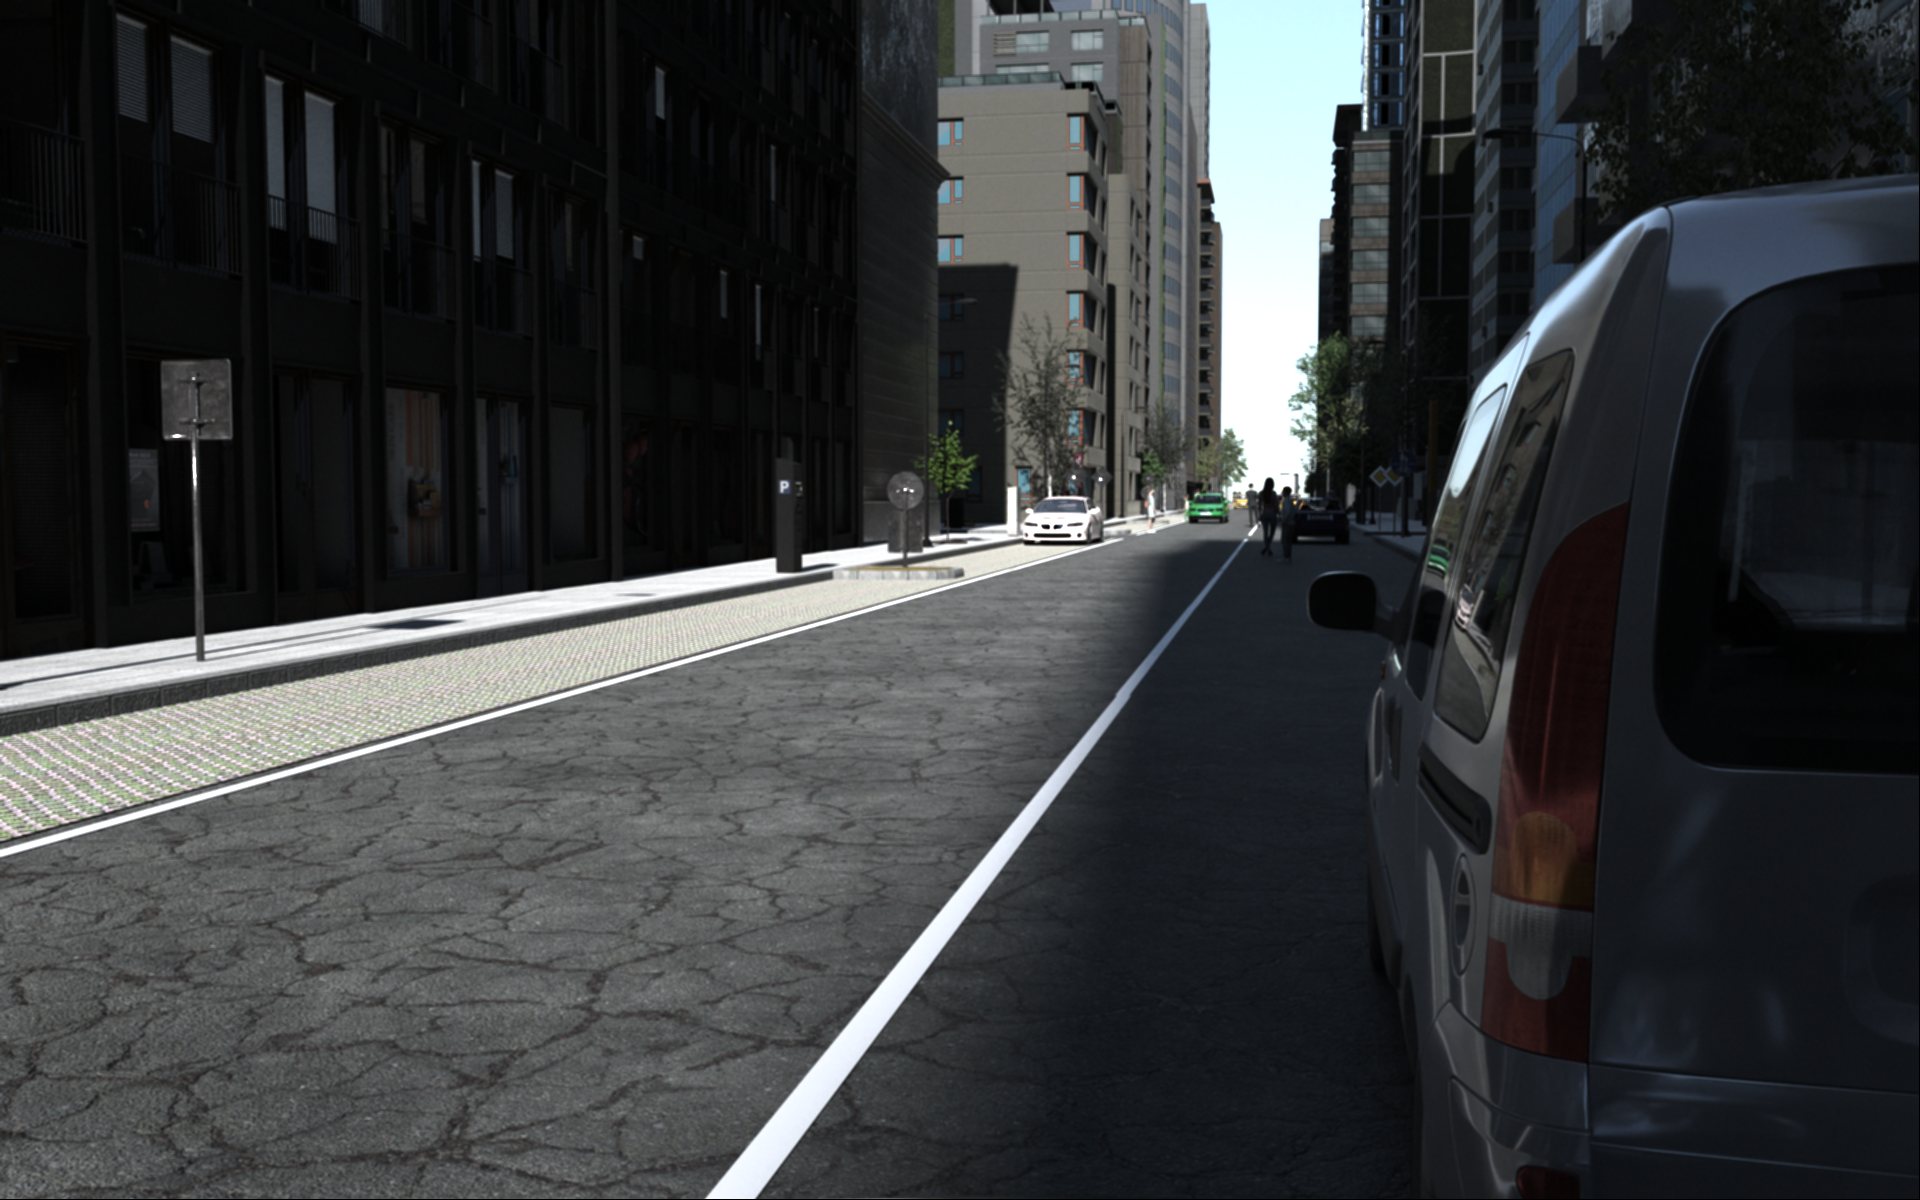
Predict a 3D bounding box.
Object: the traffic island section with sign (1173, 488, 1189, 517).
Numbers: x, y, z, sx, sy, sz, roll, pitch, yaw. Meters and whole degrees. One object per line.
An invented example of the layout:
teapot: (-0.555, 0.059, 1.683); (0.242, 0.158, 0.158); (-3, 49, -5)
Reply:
traffic island section with sign: (14.103, -6.247, 110.770); (1.989, 1.847, 2.006); (1, 4, 10)

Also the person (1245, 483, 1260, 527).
person: (12.723, -4.122, 75.254); (0.648, 1.900, 0.474); (1, 4, 12)

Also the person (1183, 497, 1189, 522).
person: (11.862, -4.743, 90.297); (0.590, 1.304, 0.306); (-1, 4, -14)

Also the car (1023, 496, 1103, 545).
car: (3.005, -2.285, 49.728); (2.083, 1.381, 4.827); (1, 4, 12)

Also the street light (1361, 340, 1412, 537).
street light: (12.950, -4.877, 52.281); (1.470, 5.913, 1.316); (1, 4, 10)

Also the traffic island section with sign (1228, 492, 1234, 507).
traffic island section with sign: (28.223, -10.889, 186.666); (1.989, 1.847, 2.006); (1, 4, 10)

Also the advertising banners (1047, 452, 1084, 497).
advertising banners: (4.432, -4.708, 73.163); (2.074, 3.025, 0.090); (3, 5, 43)

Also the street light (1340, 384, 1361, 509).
street light: (16.954, -6.166, 73.352); (1.470, 5.913, 1.316); (1, 4, 10)

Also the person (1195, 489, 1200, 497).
person: (14.836, -6.023, 107.538); (0.480, 1.755, 0.524); (1, 4, 18)

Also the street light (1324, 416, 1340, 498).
street light: (22.430, -8.004, 103.409); (1.470, 5.913, 1.316); (1, 4, 10)

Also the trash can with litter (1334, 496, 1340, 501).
trash can with litter: (28.032, -7.129, 127.942); (1.055, 1.170, 0.624); (2, 4, 28)

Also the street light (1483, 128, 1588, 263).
street light: (7.338, -3.028, 22.054); (1.470, 5.913, 1.316); (1, 4, 10)

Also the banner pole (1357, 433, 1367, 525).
banner pole: (16.704, -5.007, 71.879); (0.401, 3.779, 0.863); (1, 4, 9)

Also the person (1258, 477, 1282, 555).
person: (7.242, -1.955, 40.473); (0.555, 1.821, 0.388); (1, 4, 16)

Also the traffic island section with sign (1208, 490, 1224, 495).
traffic island section with sign: (23.245, -9.252, 159.898); (1.989, 1.847, 2.006); (1, 4, 10)

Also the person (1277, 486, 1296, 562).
person: (6.928, -1.614, 36.692); (0.330, 1.601, 0.589); (2, 4, 34)

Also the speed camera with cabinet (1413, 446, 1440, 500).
speed camera with cabinet: (19.727, -4.724, 71.576); (2.038, 3.252, 0.660); (-2, 4, -24)

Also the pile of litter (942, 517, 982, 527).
pile of litter: (0.093, -3.294, 67.821); (1.719, 0.858, 1.176); (-1, 4, -12)

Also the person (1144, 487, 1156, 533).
person: (7.092, -3.350, 64.282); (0.522, 1.701, 0.512); (-1, 4, -10)

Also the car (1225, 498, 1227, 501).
car: (24.374, -9.482, 164.813); (2.009, 1.686, 4.222); (1, 4, 11)

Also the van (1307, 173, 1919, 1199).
van: (1.792, 0.194, 3.848); (2.013, 2.044, 4.112); (1, 4, 12)

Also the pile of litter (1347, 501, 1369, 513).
pile of litter: (27.294, -6.430, 119.103); (1.719, 0.858, 1.176); (1, 4, 17)

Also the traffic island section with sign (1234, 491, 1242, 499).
traffic island section with sign: (38.353, -14.224, 241.181); (1.989, 1.847, 2.006); (1, 4, 10)

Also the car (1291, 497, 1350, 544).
car: (10.524, -2.354, 51.066); (1.945, 1.354, 3.894); (1, 4, 9)

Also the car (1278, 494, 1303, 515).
car: (22.412, -6.512, 116.702); (2.015, 1.641, 3.980); (1, 4, 9)

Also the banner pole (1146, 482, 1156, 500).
banner pole: (13.555, -8.156, 123.365); (0.863, 3.779, 0.401); (0, 3, 0)

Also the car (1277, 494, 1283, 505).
car: (26.955, -8.198, 143.823); (2.009, 1.686, 4.222); (1, 4, 11)

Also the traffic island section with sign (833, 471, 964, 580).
traffic island section with sign: (-0.991, -1.284, 29.620); (1.989, 1.847, 2.006); (1, 4, 10)

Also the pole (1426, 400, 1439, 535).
pole: (10.263, -2.678, 37.625); (0.158, 3.312, 0.155); (0, 3, 0)

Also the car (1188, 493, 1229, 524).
car: (12.339, -4.710, 85.807); (1.959, 1.807, 4.718); (1, 4, 12)

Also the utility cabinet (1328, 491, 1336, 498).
utility cabinet: (28.133, -7.476, 130.911); (0.318, 1.500, 1.173); (2, 4, 31)

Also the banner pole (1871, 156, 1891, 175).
banner pole: (6.831, -1.417, 13.178); (0.401, 3.779, 0.863); (0, 4, 1)

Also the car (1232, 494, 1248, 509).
car: (27.010, -9.486, 165.327); (2.015, 1.641, 3.980); (1, 4, 9)

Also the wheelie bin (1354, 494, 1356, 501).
wheelie bin: (28.350, -7.027, 122.796); (0.693, 1.594, 0.980); (0, 4, -3)

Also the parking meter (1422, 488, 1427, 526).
parking meter: (18.736, -3.735, 69.477); (0.372, 1.533, 0.369); (0, 3, 0)

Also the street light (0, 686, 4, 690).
street light: (-5.916, -2.354, 11.034); (1.470, 5.913, 1.316); (1, 4, 10)

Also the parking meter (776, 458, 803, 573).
parking meter: (-2.773, -1.373, 28.168); (0.399, 1.863, 0.255); (2, 4, 27)

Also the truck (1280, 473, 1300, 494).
truck: (45.834, -15.419, 241.017); (2.839, 4.237, 11.283); (1, 4, 12)

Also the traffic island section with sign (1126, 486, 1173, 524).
traffic island section with sign: (9.134, -4.612, 84.039); (1.989, 1.847, 2.006); (1, 4, 10)

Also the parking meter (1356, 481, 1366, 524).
parking meter: (17.338, -4.233, 74.925); (0.255, 1.863, 0.399); (-2, 4, -31)

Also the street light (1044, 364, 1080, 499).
street light: (3.600, -5.480, 62.140); (1.470, 5.913, 1.316); (1, 4, 10)

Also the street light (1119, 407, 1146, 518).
street light: (9.163, -7.317, 92.182); (1.470, 5.913, 1.316); (1, 4, 10)

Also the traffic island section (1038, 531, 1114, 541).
traffic island section: (3.600, -1.956, 54.263); (2.009, 0.180, 2.903); (1, 4, 10)

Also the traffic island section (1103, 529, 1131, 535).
traffic island section: (5.060, -2.436, 62.115); (2.009, 0.180, 2.903); (1, 4, 10)

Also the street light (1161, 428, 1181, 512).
street light: (14.858, -9.153, 122.199); (1.470, 5.913, 1.316); (1, 4, 10)

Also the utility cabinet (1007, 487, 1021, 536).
utility cabinet: (1.649, -2.720, 53.155); (0.318, 1.500, 1.173); (0, 4, 8)

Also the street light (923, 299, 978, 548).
street light: (-0.275, -4.215, 41.462); (1.470, 5.913, 1.316); (1, 4, 10)

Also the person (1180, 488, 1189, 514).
person: (15.345, -6.732, 118.532); (0.822, 1.834, 0.622); (0, 4, 0)

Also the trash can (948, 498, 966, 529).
trash can: (-0.149, -3.234, 64.537); (0.748, 1.137, 0.748); (0, 3, 0)

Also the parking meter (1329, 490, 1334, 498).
parking meter: (25.355, -6.719, 118.274); (0.372, 1.533, 0.369); (0, 3, 0)
